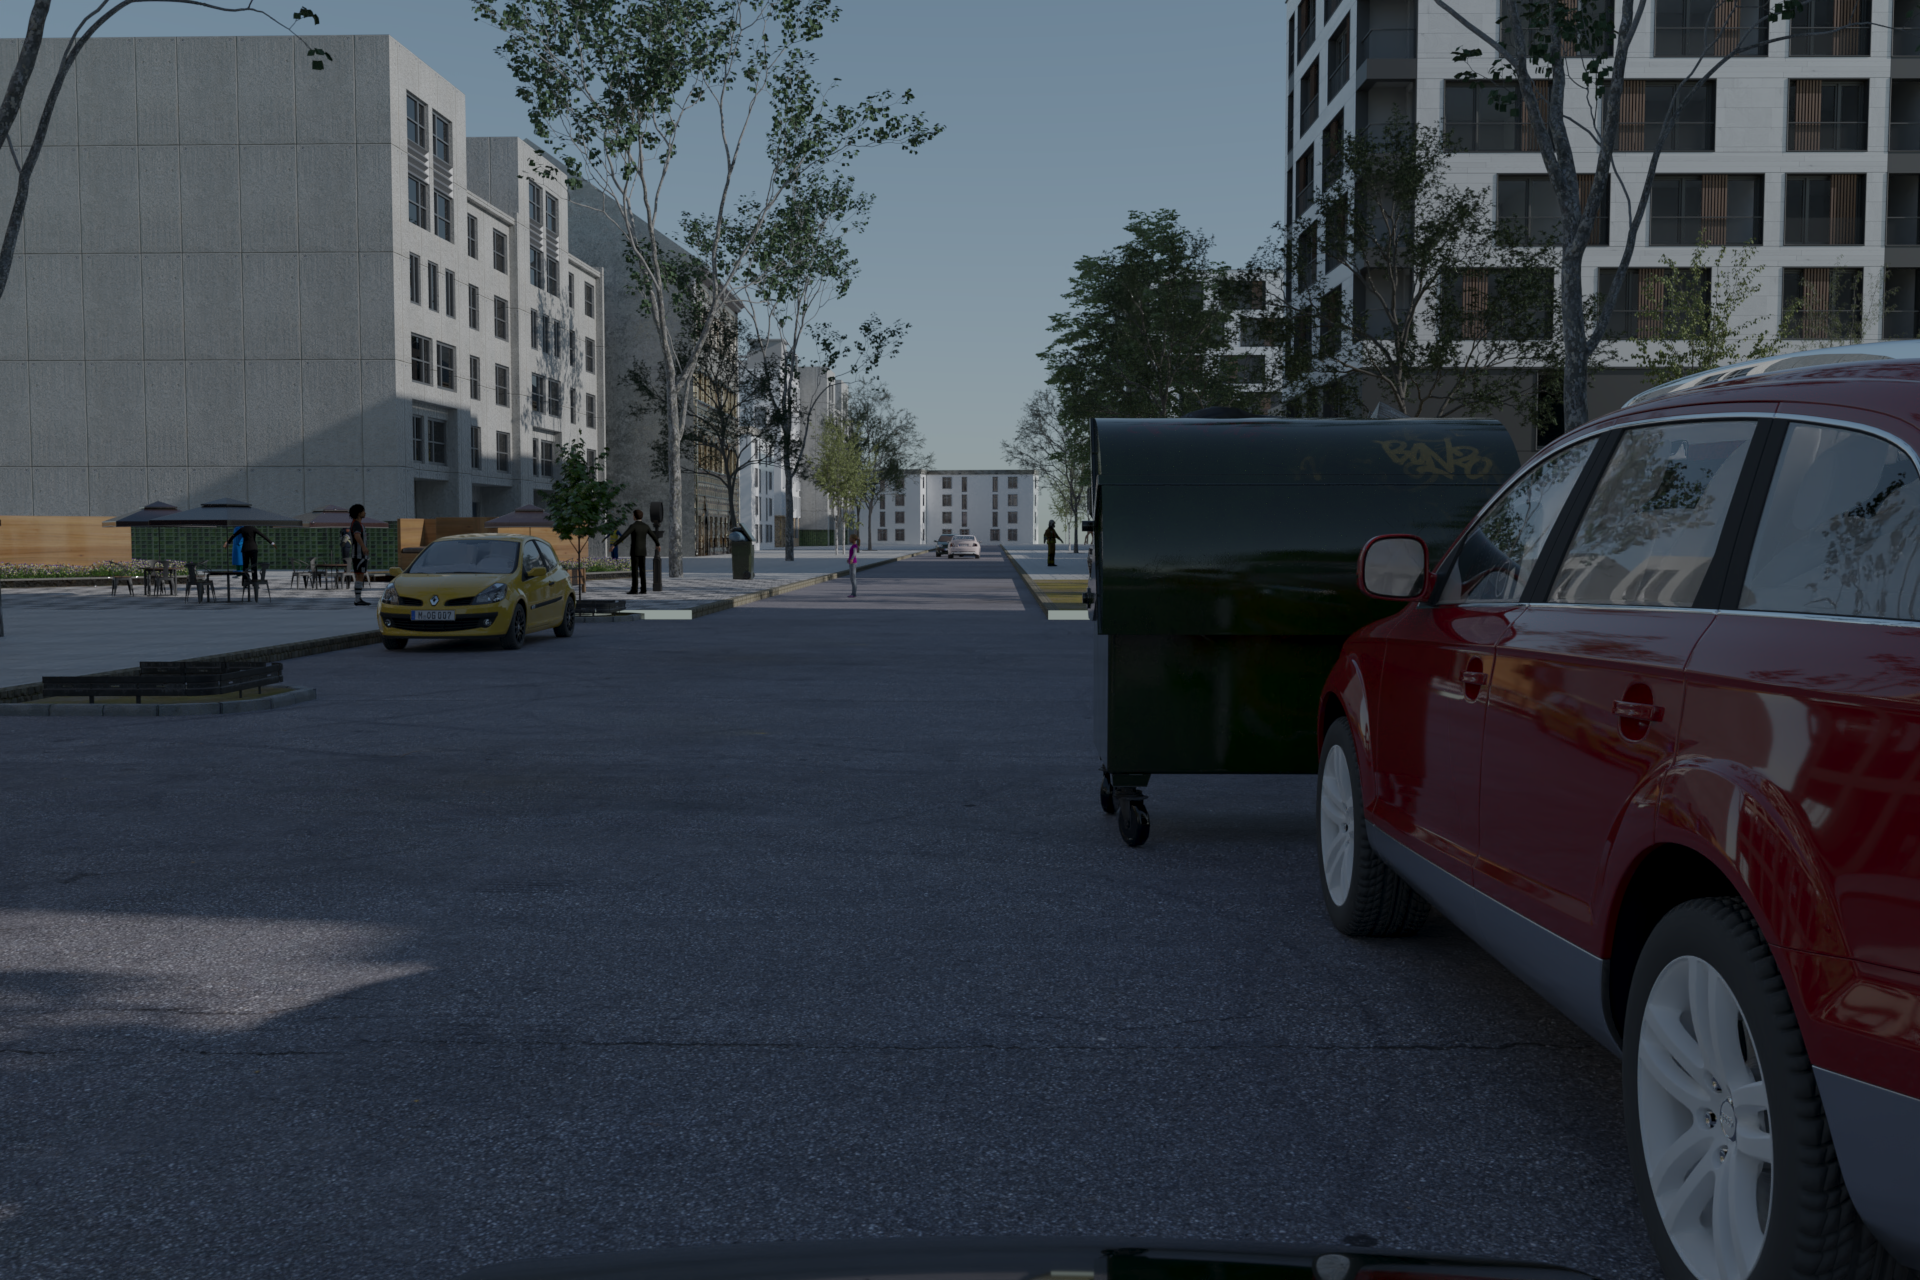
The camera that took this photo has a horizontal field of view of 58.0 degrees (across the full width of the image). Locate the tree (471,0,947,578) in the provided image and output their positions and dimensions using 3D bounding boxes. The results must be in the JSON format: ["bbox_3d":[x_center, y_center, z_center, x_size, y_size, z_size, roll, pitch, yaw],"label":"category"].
[{"bbox_3d":[-7.263,-11.845,49.552,12.611,20.169,13.585,0,3,0],"label":"tree"}]

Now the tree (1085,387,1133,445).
[{"bbox_3d":[7.357,-8.085,82.556,4.360,8.622,3.978,0,3,0],"label":"tree"}]

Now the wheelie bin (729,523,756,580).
[{"bbox_3d":[-6.163,-2.514,49.004,0.693,1.594,0.980,0,4,3],"label":"wheelie bin"}]

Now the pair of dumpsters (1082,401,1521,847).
[{"bbox_3d":[2.807,-0.210,8.379,4.436,2.255,1.574,0,4,1],"label":"pair of dumpsters"}]

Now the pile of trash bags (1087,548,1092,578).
[{"bbox_3d":[3.728,-1.725,37.951,1.912,1.369,3.447,0,4,-1],"label":"pile of trash bags"}]

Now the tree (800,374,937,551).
[{"bbox_3d":[-6.923,-13.587,132.513,12.009,13.543,11.850,0,3,0],"label":"tree"}]

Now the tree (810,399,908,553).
[{"bbox_3d":[-6.767,-11.293,119.056,7.601,10.594,8.767,-3,5,-43],"label":"tree"}]

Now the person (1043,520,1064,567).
[{"bbox_3d":[3.650,-3.842,68.592,0.705,1.858,1.354,3,4,36],"label":"person"}]

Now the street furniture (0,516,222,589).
[{"bbox_3d":[-22.754,-2.258,43.768,9.812,1.723,11.010,3,4,38],"label":"street furniture"}]

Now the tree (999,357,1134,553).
[{"bbox_3d":[7.699,-12.525,115.147,12.009,13.543,11.850,0,3,0],"label":"tree"}]

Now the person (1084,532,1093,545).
[{"bbox_3d":[4.470,-3.056,56.764,1.217,1.733,0.721,-3,5,-44],"label":"person"}]

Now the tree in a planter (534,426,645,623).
[{"bbox_3d":[-6.366,-1.937,28.893,1.991,3.239,1.994,0,4,1],"label":"tree in a planter"}]

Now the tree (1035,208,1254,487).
[{"bbox_3d":[6.461,-8.711,60.559,7.486,12.596,7.792,0,3,0],"label":"tree"}]

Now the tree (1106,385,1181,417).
[{"bbox_3d":[7.468,-7.293,69.609,4.360,8.622,3.978,0,3,0],"label":"tree"}]

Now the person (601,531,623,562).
[{"bbox_3d":[-13.812,-3.819,68.905,1.216,1.772,0.721,3,4,36],"label":"person"}]

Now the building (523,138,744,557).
[{"bbox_3d":[-23.992,-16.807,105.727,19.493,23.208,18.063,0,4,0],"label":"building"}]

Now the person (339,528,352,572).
[{"bbox_3d":[-18.548,-2.840,52.205,0.705,1.856,1.354,-1,4,-22],"label":"person"}]

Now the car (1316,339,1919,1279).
[{"bbox_3d":[2.329,0.252,4.555,2.281,1.827,5.304,0,4,1],"label":"car"}]

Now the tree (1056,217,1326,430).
[{"bbox_3d":[6.509,-7.090,50.336,8.767,10.594,7.601,1,4,20],"label":"tree"}]

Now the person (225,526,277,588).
[{"bbox_3d":[-16.787,-2.096,40.989,1.216,1.740,0.721,0,4,-2],"label":"person"}]

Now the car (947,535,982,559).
[{"bbox_3d":[0.247,-5.467,101.743,2.083,1.381,4.827,0,4,1],"label":"car"}]

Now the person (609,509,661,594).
[{"bbox_3d":[-6.878,-1.879,36.907,0.705,1.806,1.347,3,5,42],"label":"person"}]

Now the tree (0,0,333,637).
[{"bbox_3d":[-11.079,-10.034,19.951,12.611,20.169,13.585,0,3,0],"label":"tree"}]

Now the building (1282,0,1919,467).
[{"bbox_3d":[26.431,-13.764,69.009,27.936,21.610,32.646,0,4,1],"label":"building"}]

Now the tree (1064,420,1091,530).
[{"bbox_3d":[7.342,-8.841,94.917,4.360,8.622,3.978,0,3,0],"label":"tree"}]

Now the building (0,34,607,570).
[{"bbox_3d":[-27.993,-12.920,77.698,16.747,18.905,31.486,0,4,2],"label":"building"}]

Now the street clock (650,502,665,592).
[{"bbox_3d":[-6.758,-2.083,38.634,0.358,2.002,0.471,0,4,1],"label":"street clock"}]

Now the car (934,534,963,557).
[{"bbox_3d":[-0.630,-6.087,109.301,2.009,1.686,4.222,0,4,1],"label":"car"}]

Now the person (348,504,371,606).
[{"bbox_3d":[-10.747,-1.524,31.067,0.704,1.843,1.345,-1,4,-21],"label":"person"}]

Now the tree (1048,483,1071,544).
[{"bbox_3d":[13.649,-16.902,226.710,4.737,8.622,4.395,0,3,0],"label":"tree"}]

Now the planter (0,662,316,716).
[{"bbox_3d":[-6.606,0.400,14.604,1.991,0.319,1.994,0,4,2],"label":"planter"}]

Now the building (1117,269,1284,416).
[{"bbox_3d":[27.244,-18.722,150.083,27.936,21.610,32.646,0,4,1],"label":"building"}]

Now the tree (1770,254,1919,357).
[{"bbox_3d":[23.295,-5.885,46.575,4.360,8.622,3.978,0,3,0],"label":"tree"}]

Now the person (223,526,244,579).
[{"bbox_3d":[-20.747,-2.672,49.818,1.347,1.817,0.704,3,5,39],"label":"person"}]

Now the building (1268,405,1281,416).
[{"bbox_3d":[25.119,-9.845,103.110,9.099,9.664,28.070,0,4,1],"label":"building"}]

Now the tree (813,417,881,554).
[{"bbox_3d":[-7.142,-9.746,109.711,4.737,8.622,4.395,0,3,0],"label":"tree"}]

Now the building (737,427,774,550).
[{"bbox_3d":[-20.373,-12.649,148.957,9.099,9.664,28.070,0,4,1],"label":"building"}]

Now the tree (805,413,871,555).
[{"bbox_3d":[-7.421,-9.431,104.567,4.737,8.622,4.395,0,3,0],"label":"tree"}]

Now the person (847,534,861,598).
[{"bbox_3d":[-2.476,-1.676,39.121,0.599,1.433,0.991,0,4,-8],"label":"person"}]

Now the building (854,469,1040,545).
[{"bbox_3d":[-4.216,-17.088,223.990,28.070,9.664,9.099,1,4,10],"label":"building"}]

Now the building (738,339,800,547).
[{"bbox_3d":[-22.058,-19.112,168.900,16.016,20.090,11.380,0,4,1],"label":"building"}]

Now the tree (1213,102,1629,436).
[{"bbox_3d":[9.906,-6.268,36.888,8.767,10.594,7.601,0,4,-4],"label":"tree"}]

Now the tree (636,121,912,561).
[{"bbox_3d":[-8.690,-13.768,81.000,12.611,20.169,13.585,0,3,0],"label":"tree"}]

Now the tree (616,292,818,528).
[{"bbox_3d":[-8.965,-8.112,67.041,7.601,10.594,8.767,1,4,20],"label":"tree"}]

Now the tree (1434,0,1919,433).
[{"bbox_3d":[8.700,-10.309,24.440,12.611,20.169,13.585,0,3,0],"label":"tree"}]

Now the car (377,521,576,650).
[{"bbox_3d":[-6.278,-0.763,22.704,2.015,1.641,3.980,0,4,1],"label":"car"}]

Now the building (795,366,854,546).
[{"bbox_3d":[-21.920,-20.323,198.739,16.747,18.905,31.486,0,4,2],"label":"building"}]

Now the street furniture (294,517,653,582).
[{"bbox_3d":[-12.083,-2.571,48.882,9.812,1.723,11.010,1,4,17],"label":"street furniture"}]

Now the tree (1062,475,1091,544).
[{"bbox_3d":[16.472,-17.417,219.178,7.601,10.594,8.767,0,4,-4],"label":"tree"}]

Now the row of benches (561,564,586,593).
[{"bbox_3d":[-8.764,-1.240,35.743,1.422,0.672,4.104,1,4,9],"label":"row of benches"}]

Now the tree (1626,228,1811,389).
[{"bbox_3d":[18.419,-5.646,42.676,4.737,8.622,4.395,0,3,0],"label":"tree"}]

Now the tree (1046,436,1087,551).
[{"bbox_3d":[8.256,-11.021,130.558,4.360,8.622,3.978,0,3,0],"label":"tree"}]
